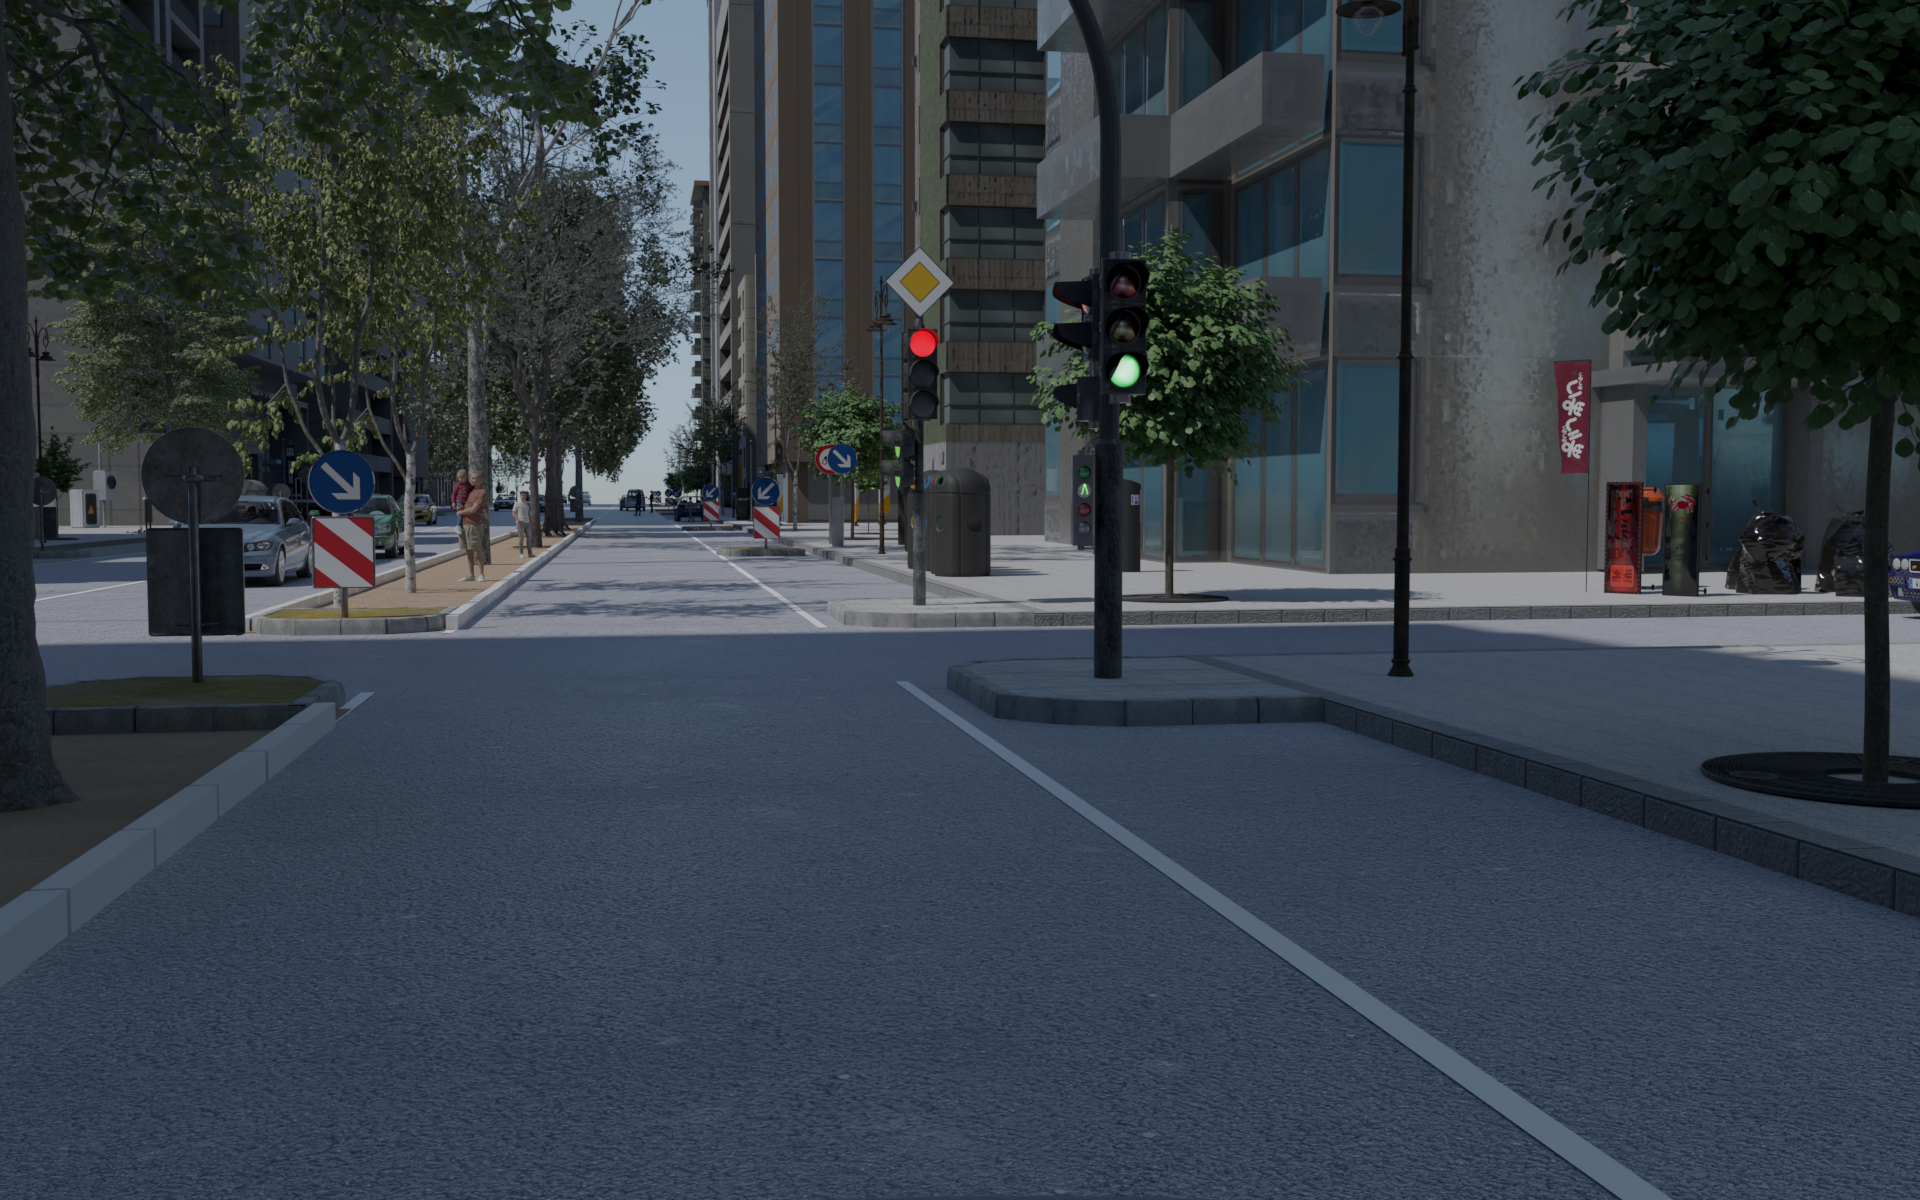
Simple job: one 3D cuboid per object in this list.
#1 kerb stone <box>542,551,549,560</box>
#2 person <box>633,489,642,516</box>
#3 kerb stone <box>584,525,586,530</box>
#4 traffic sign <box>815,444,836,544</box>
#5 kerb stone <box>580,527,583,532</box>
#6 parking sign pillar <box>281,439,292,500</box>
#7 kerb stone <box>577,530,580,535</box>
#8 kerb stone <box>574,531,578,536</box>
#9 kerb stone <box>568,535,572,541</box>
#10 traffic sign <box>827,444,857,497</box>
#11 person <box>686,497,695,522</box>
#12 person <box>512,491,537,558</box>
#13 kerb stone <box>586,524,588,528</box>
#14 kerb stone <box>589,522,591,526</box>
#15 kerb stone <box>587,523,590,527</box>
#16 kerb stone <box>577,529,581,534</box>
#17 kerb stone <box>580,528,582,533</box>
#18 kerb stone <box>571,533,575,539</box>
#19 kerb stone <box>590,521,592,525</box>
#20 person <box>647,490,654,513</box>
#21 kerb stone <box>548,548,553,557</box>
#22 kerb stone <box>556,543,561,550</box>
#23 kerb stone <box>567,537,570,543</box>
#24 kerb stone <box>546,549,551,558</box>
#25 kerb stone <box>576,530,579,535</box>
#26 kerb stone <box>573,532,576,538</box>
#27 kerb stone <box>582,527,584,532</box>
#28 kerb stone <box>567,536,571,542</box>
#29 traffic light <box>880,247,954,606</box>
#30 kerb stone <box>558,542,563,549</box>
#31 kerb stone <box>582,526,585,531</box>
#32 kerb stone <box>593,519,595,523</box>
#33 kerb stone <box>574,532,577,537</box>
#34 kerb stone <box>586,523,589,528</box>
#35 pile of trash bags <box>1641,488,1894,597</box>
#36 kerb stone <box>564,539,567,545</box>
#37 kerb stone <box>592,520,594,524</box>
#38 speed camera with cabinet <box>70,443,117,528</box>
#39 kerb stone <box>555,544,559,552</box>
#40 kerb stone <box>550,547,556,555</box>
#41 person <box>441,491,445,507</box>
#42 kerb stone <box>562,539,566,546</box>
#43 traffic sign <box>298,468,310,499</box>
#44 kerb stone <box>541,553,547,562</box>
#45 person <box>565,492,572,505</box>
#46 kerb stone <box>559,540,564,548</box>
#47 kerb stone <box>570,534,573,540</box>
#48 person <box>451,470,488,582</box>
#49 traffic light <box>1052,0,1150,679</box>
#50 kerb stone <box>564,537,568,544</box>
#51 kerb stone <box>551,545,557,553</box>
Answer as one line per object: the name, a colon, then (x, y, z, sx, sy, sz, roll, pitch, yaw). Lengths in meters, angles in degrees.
kerb stone: (-8.875, -0.893, 36.844, 0.120, 0.150, 1.000, -1, 4, -11)
person: (-21.461, -6.485, 114.974, 0.568, 1.767, 0.683, 1, 4, 22)
kerb stone: (-14.430, -2.684, 66.074, 0.120, 0.150, 1.000, -1, 4, -11)
traffic sign: (-3.318, -2.705, 44.331, 0.768, 2.556, 0.104, 0, 4, -2)
kerb stone: (-13.664, -2.437, 62.033, 0.120, 0.150, 1.000, -1, 4, -11)
parking sign pillar: (-32.957, -5.896, 84.875, 1.447, 3.967, 1.447, -1, 4, -18)
kerb stone: (-12.898, -2.190, 58.010, 0.120, 0.150, 1.000, -1, 4, -11)
kerb stone: (-12.522, -2.067, 55.997, 0.120, 0.150, 1.000, -1, 4, -11)
kerb stone: (-11.561, -1.760, 50.967, 0.120, 0.150, 1.000, -1, 4, -11)
traffic sign: (-2.982, -2.678, 43.883, 0.768, 2.556, 0.104, 0, 4, -2)
person: (-13.763, -4.623, 88.366, 0.640, 1.303, 0.475, 2, 4, 35)
person: (-9.741, -1.693, 38.773, 0.523, 1.515, 0.503, 1, 4, 12)
kerb stone: (-15.011, -2.860, 69.095, 0.120, 0.150, 1.000, -1, 4, -11)
kerb stone: (-15.766, -3.115, 73.124, 0.120, 0.150, 1.000, -1, 4, -11)
kerb stone: (-15.381, -2.992, 71.116, 0.120, 0.150, 1.000, -1, 4, -11)
kerb stone: (-13.086, -2.252, 59.021, 0.120, 0.150, 1.000, -1, 4, -11)
kerb stone: (-13.473, -2.373, 61.028, 0.120, 0.150, 1.000, -1, 4, -11)
kerb stone: (-11.947, -1.883, 52.979, 0.120, 0.150, 1.000, -1, 4, -11)
kerb stone: (-16.151, -3.238, 75.133, 0.120, 0.150, 1.000, -1, 4, -11)
person: (-23.953, -7.628, 134.046, 0.721, 1.723, 1.217, -2, 4, -27)
kerb stone: (-9.264, -1.017, 38.856, 0.120, 0.150, 1.000, -1, 4, -11)
kerb stone: (-10.036, -1.265, 42.886, 0.120, 0.150, 1.000, -1, 4, -11)
kerb stone: (-11.180, -1.636, 48.938, 0.120, 0.150, 1.000, -1, 4, -11)
kerb stone: (-9.073, -0.958, 37.852, 0.120, 0.150, 1.000, -1, 4, -11)
kerb stone: (-12.709, -2.129, 57.004, 0.120, 0.150, 1.000, -1, 4, -11)
kerb stone: (-12.137, -1.944, 53.985, 0.120, 0.150, 1.000, -1, 4, -11)
kerb stone: (-13.856, -2.499, 63.046, 0.120, 0.150, 1.000, -1, 4, -11)
kerb stone: (-11.372, -1.698, 49.954, 0.120, 0.150, 1.000, -1, 4, -11)
traffic light: (-0.486, -1.893, 19.865, 0.839, 4.253, 0.868, -1, 4, -11)
kerb stone: (-10.221, -1.323, 43.899, 0.120, 0.150, 1.000, -1, 4, -11)
kerb stone: (-14.047, -2.558, 64.061, 0.120, 0.150, 1.000, -1, 4, -11)
kerb stone: (-17.299, -3.608, 81.187, 0.120, 0.150, 1.000, -1, 4, -11)
kerb stone: (-12.329, -2.003, 54.989, 0.120, 0.150, 1.000, -1, 4, -11)
kerb stone: (-15.196, -2.925, 70.111, 0.120, 0.150, 1.000, -1, 4, -11)
pile of trash bags: (10.516, -0.805, 22.921, 3.447, 1.369, 1.912, 2, 4, 33)
kerb stone: (-10.800, -1.510, 46.927, 0.120, 0.150, 1.000, -1, 4, -11)
kerb stone: (-16.726, -3.418, 78.170, 0.120, 0.150, 1.000, -1, 4, -11)
speed camera with cabinet: (-33.144, -4.399, 66.253, 0.660, 3.252, 2.038, 1, 4, 10)
kerb stone: (-9.836, -1.204, 41.881, 0.120, 0.150, 1.000, -1, 4, -11)
kerb stone: (-9.449, -1.081, 39.872, 0.120, 0.150, 1.000, -1, 4, -11)
person: (-50.947, -9.869, 170.781, 0.530, 1.710, 0.541, -1, 4, -11)
kerb stone: (-10.595, -1.451, 45.925, 0.120, 0.150, 1.000, -1, 4, -11)
traffic sign: (-31.492, -5.102, 83.521, 0.768, 2.556, 0.104, -1, 4, -10)
kerb stone: (-8.691, -0.832, 35.839, 0.120, 0.150, 1.000, -1, 4, -11)
person: (-50.728, -13.160, 224.495, 0.721, 1.723, 1.217, 2, 4, 31)
kerb stone: (-10.410, -1.389, 44.910, 0.120, 0.150, 1.000, -1, 4, -11)
kerb stone: (-11.755, -1.818, 51.971, 0.120, 0.150, 1.000, -1, 4, -11)
person: (-7.974, -1.206, 28.200, 0.580, 1.828, 0.573, -1, 4, -10)
traffic light: (-1.035, -2.252, 11.491, 4.771, 5.953, 1.251, -1, 4, -11)
kerb stone: (-10.987, -1.574, 47.934, 0.120, 0.150, 1.000, -1, 4, -11)
kerb stone: (-9.648, -1.142, 40.876, 0.120, 0.150, 1.000, -1, 4, -11)
